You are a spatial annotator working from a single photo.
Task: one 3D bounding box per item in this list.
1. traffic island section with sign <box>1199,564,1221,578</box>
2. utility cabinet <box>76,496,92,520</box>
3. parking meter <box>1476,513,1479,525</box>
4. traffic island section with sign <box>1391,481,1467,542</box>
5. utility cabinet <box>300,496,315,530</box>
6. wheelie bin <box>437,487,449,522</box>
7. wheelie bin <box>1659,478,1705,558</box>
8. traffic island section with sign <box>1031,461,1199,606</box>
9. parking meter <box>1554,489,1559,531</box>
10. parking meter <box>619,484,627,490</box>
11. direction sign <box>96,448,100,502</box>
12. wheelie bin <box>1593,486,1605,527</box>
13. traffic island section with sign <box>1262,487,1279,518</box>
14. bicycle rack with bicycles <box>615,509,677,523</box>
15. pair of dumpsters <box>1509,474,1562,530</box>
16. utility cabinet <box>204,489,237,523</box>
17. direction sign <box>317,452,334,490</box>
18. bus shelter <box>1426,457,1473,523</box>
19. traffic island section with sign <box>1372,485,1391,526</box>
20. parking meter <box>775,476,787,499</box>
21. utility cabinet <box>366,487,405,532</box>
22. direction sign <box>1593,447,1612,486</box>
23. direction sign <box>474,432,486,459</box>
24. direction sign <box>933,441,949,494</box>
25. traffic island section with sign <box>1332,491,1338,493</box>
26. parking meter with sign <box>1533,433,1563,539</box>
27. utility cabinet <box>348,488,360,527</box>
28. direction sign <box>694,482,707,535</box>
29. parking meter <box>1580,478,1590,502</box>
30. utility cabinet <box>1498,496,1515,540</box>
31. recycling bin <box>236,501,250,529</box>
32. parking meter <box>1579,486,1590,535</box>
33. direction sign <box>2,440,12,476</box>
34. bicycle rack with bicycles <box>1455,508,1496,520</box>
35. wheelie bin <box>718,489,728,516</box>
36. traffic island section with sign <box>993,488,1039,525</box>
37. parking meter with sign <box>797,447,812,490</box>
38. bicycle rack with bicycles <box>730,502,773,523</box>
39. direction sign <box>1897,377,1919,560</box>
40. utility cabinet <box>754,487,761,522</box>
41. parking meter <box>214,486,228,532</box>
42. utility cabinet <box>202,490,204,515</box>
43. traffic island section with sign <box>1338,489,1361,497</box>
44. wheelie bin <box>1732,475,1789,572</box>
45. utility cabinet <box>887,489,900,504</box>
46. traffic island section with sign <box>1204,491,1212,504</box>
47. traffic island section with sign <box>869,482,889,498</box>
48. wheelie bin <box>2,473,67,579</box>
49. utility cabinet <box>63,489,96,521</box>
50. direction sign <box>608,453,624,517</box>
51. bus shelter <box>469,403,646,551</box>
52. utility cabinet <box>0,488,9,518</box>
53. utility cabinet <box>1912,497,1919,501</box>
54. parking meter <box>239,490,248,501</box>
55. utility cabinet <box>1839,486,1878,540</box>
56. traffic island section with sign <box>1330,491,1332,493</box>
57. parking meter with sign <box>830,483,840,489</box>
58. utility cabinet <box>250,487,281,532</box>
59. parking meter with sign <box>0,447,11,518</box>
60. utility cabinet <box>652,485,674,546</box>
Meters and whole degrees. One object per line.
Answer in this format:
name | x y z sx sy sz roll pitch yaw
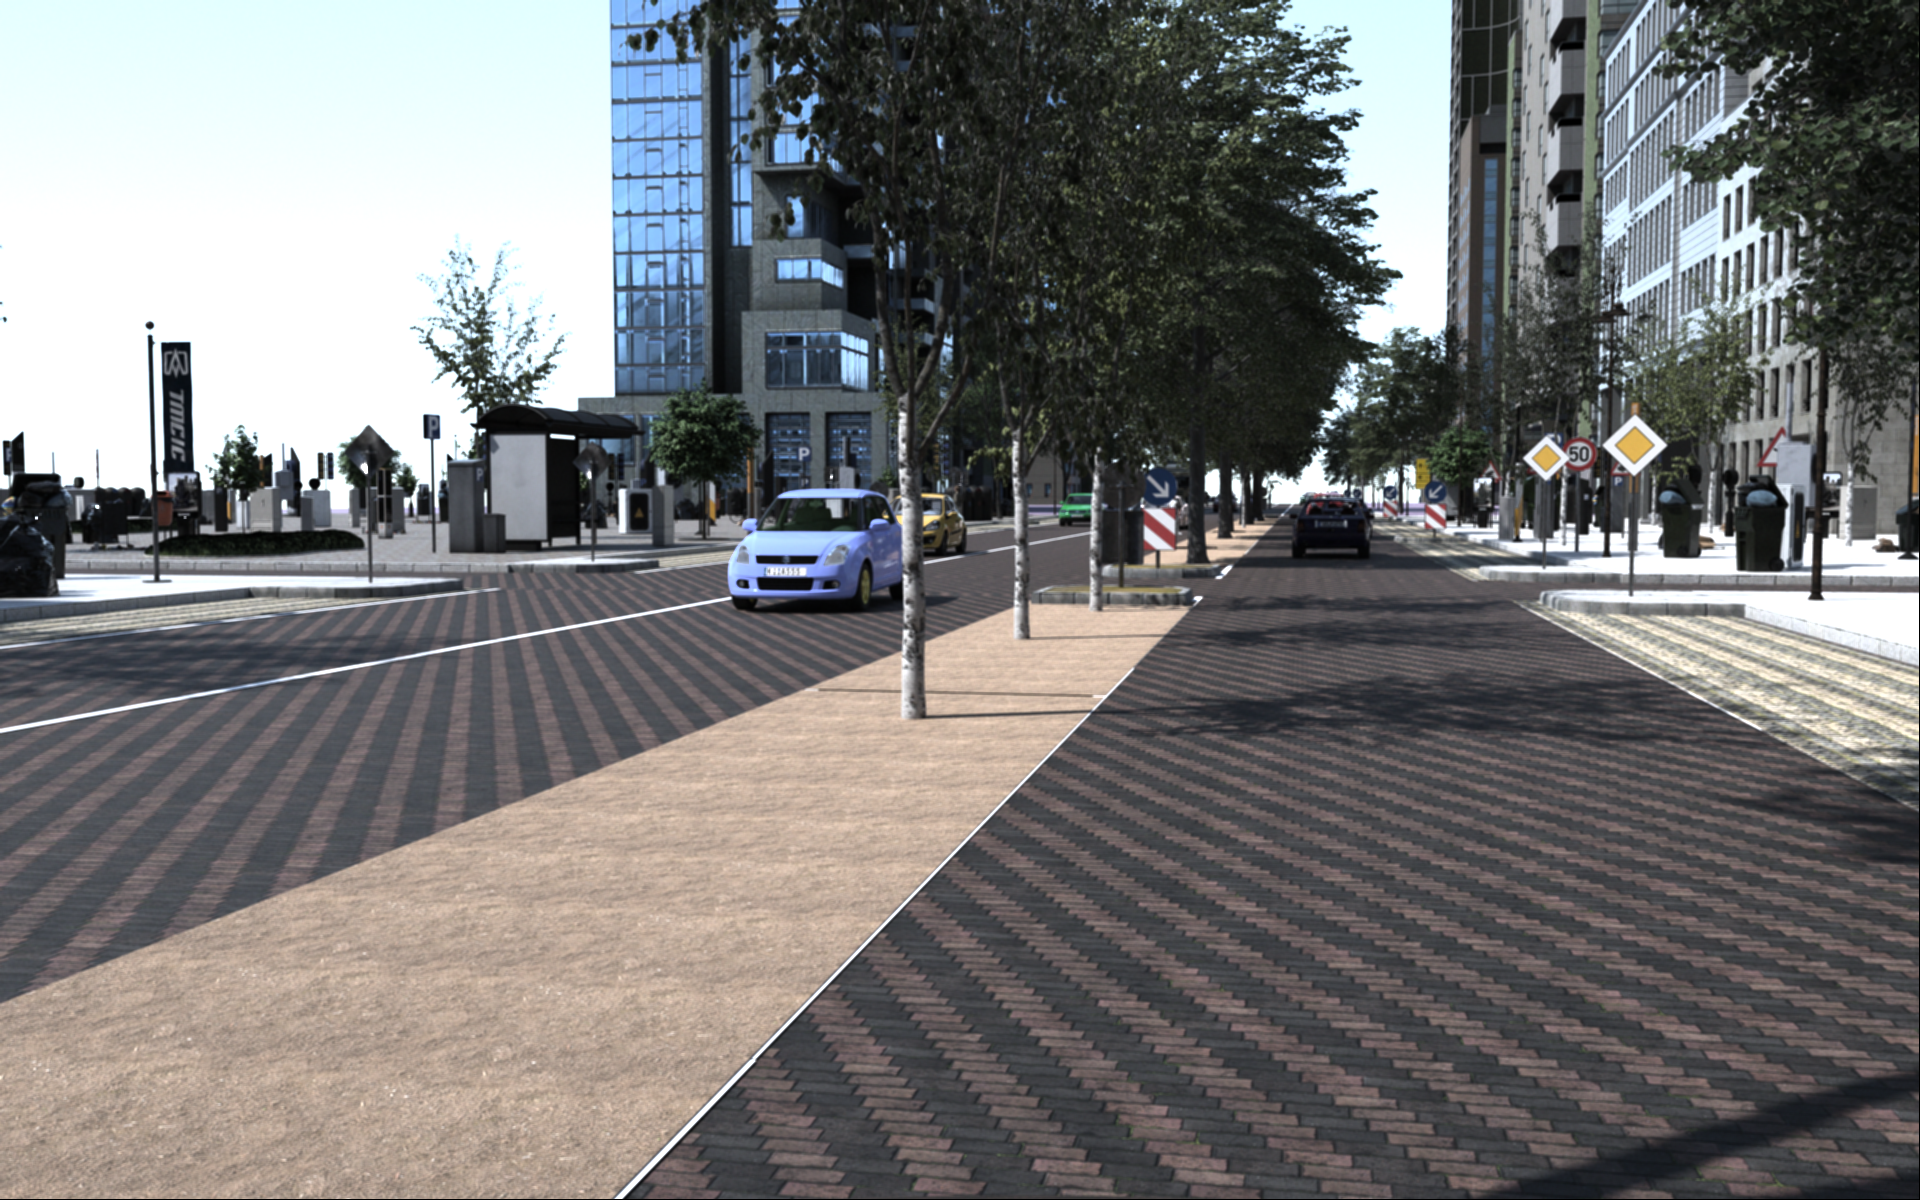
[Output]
traffic island section with sign | 3.542 -1.365 30.447 2.006 1.907 1.989 1 4 11
utility cabinet | -32.723 -3.276 64.722 0.306 1.237 1.020 -3 5 -41
parking meter | 21.453 -4.003 71.159 0.399 1.863 0.255 -1 4 -20
traffic island section with sign | 14.117 -2.656 52.049 1.989 1.847 2.006 1 4 11
utility cabinet | -17.180 -2.109 45.645 0.306 1.237 1.020 -1 4 -17
wheelie bin | -23.544 -4.370 79.354 0.693 1.594 0.980 0 4 1
wheelie bin | 14.498 -1.649 34.861 0.980 1.594 0.693 -3 5 -44
traffic island section with sign | 2.092 -0.920 23.183 2.006 1.907 1.989 1 4 11
parking meter | 20.731 -3.191 60.583 0.372 1.533 0.369 0 3 0
parking meter | -18.951 -5.614 97.497 0.399 1.863 0.255 1 4 21
direction sign | -42.857 -5.759 86.160 0.379 3.537 0.876 -2 4 -30
wheelie bin | 24.920 -3.603 66.812 0.980 1.594 0.693 -1 4 -16
traffic island section with sign | 18.147 -5.873 104.158 2.006 1.907 1.989 1 4 11
bicycle rack with bicycles | -14.024 -3.942 77.827 2.925 0.926 2.852 -1 4 -22
pair of dumpsters | 21.336 -3.771 64.146 1.574 2.255 4.437 1 4 11
utility cabinet | -32.500 -4.132 76.232 1.173 1.500 0.318 -1 4 -10
direction sign | -34.347 -6.229 93.834 0.876 3.537 0.379 0 4 2
bus shelter | 22.582 -5.239 79.573 2.014 3.302 5.546 1 4 11
traffic island section with sign | 19.351 -4.273 78.493 1.989 1.847 2.006 1 4 11
parking meter | -5.938 -3.170 57.546 0.255 1.863 0.399 2 4 26
utility cabinet | -19.279 -3.025 58.143 1.173 1.500 0.318 -2 4 -30
direction sign | 31.015 -5.606 83.655 0.876 3.537 0.379 0 4 -6
direction sign | -17.468 -4.352 63.154 0.379 3.537 0.876 -3 5 -43
direction sign | -0.811 -5.025 74.149 0.876 3.537 0.379 3 4 37
traffic island section with sign | 34.315 -8.891 153.998 1.989 1.847 2.006 1 4 11
parking meter with sign | 16.942 -3.293 50.101 0.543 3.016 1.738 0 4 7
utility cabinet | -23.424 -3.563 66.936 0.318 1.500 1.173 -2 4 -25
direction sign | -8.183 -3.822 54.494 0.379 3.537 0.876 -2 4 -29
parking meter | 22.381 -3.451 62.128 0.399 1.863 0.255 1 4 11
utility cabinet | 15.542 -2.327 49.203 0.306 1.237 1.020 2 4 26
recycling bin | -26.156 -3.136 63.828 0.722 1.027 0.722 3 4 36
parking meter | 19.582 -2.815 54.435 0.372 1.533 0.369 0 3 0
direction sign | -39.923 -4.957 73.050 0.379 3.537 0.876 2 4 25
bicycle rack with bicycles | 25.402 -4.495 86.879 2.925 0.926 2.852 -1 4 -11
wheelie bin | -14.288 -5.815 102.988 0.980 1.594 0.693 0 4 -2
traffic island section with sign | 2.695 -4.468 81.687 1.989 1.847 2.006 1 4 11
parking meter with sign | -5.724 -4.179 64.590 0.543 3.016 1.738 0 4 1
bicycle rack with bicycles | -8.742 -3.869 76.642 2.925 0.926 2.852 0 4 0
direction sign | 18.618 -2.563 33.902 0.379 3.537 0.876 2 4 26
utility cabinet | -6.520 -2.841 55.132 0.318 1.500 1.173 0 3 0
parking meter | -25.148 -3.257 58.964 0.399 1.863 0.255 0 4 -3
utility cabinet | -37.193 -4.759 86.486 1.173 1.500 0.318 -1 4 -18
traffic island section with sign | 28.992 -7.247 127.119 1.989 1.847 2.006 1 4 11
wheelie bin | 13.221 -1.268 28.645 0.693 1.594 0.980 0 4 -3
utility cabinet | -2.759 -3.886 72.220 0.318 1.500 1.173 1 4 13
traffic island section with sign | 33.669 -14.025 237.943 1.989 1.847 2.006 1 4 11
traffic island section with sign | -2.638 -2.821 54.755 1.989 1.847 2.006 1 4 11
wheelie bin | -13.894 -1.118 26.181 0.693 1.594 0.980 3 5 39
utility cabinet | -35.593 -3.754 70.052 1.173 1.500 0.318 -1 4 -19
direction sign | -19.156 -6.395 96.552 0.876 3.537 0.379 -2 4 -25
bus shelter | -9.451 -2.898 41.305 2.014 3.302 5.546 1 4 11
utility cabinet | -36.134 -3.488 65.703 1.173 1.500 0.318 -3 5 -41
utility cabinet | 22.074 -1.709 39.100 1.020 1.237 0.306 3 5 45
parking meter | -38.069 -5.281 92.062 0.255 1.863 0.399 2 4 25
utility cabinet | 24.929 -2.408 48.054 1.173 1.500 0.318 -2 4 -27
traffic island section with sign | 45.141 -12.227 208.544 1.989 1.847 2.006 1 4 11
parking meter with sign | -6.306 -5.676 89.056 0.543 3.016 1.738 -3 5 -43
utility cabinet | -22.096 -2.837 55.056 1.173 1.500 0.318 2 4 33
parking meter with sign | -36.279 -4.186 64.708 1.738 3.016 0.543 0 4 5
utility cabinet | -7.327 -2.079 42.672 0.318 1.500 1.173 0 4 2
